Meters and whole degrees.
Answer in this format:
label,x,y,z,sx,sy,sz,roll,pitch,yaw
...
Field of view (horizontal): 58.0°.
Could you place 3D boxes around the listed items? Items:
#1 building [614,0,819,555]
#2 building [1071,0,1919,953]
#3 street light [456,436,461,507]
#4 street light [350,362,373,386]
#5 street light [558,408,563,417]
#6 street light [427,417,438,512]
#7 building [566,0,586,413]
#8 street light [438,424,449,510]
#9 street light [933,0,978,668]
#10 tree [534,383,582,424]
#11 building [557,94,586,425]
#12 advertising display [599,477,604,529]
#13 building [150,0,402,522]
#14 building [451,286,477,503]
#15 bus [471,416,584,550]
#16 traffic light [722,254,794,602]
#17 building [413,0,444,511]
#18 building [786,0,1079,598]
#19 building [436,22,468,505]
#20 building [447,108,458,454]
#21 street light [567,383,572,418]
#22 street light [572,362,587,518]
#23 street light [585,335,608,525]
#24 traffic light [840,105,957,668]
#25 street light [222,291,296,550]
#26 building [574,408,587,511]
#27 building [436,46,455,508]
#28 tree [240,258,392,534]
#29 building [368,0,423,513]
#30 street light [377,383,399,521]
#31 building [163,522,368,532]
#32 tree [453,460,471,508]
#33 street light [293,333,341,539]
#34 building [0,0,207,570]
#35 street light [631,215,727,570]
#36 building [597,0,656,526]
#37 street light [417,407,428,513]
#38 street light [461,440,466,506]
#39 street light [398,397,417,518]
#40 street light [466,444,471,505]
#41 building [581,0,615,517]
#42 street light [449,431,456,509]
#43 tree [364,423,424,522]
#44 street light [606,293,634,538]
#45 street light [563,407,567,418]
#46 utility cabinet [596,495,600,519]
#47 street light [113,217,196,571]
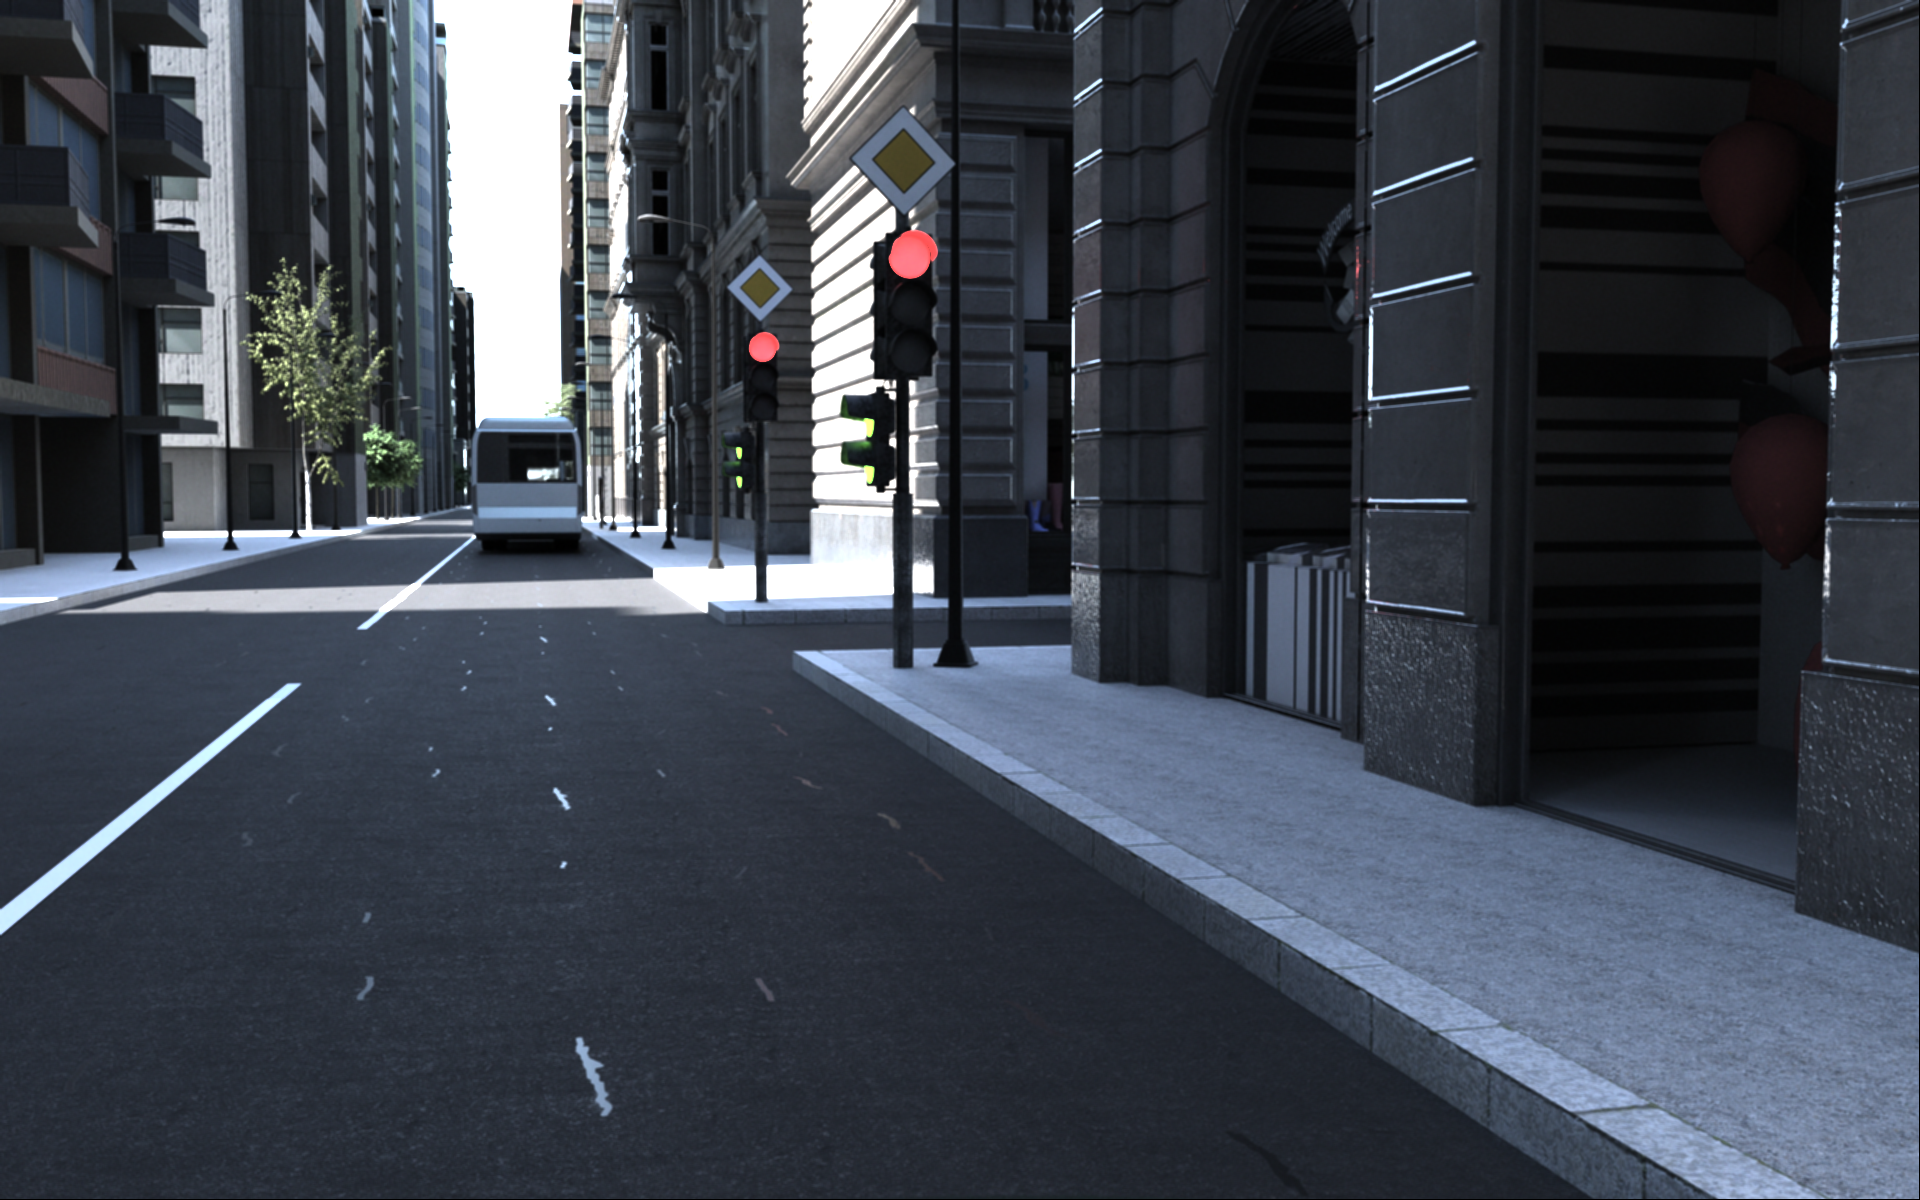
label,x,y,z,sx,sy,sz,roll,pitch,yaw
building,-3.150,-14.329,53.368,14.460,24.649,34.723,-1,4,-14
building,9.277,-9.795,1.946,13.314,21.916,24.055,-1,4,-14
street light,-40.400,-10.041,136.709,1.470,5.913,1.316,-1,4,-14
street light,-21.481,-5.413,61.040,1.470,5.913,1.316,-1,4,-14
street light,-20.681,-7.372,93.074,1.470,5.913,1.316,-1,4,-14
street light,-32.356,-8.041,104.016,1.470,5.913,1.316,-1,4,-14
building,-23.734,-30.647,155.706,22.147,44.769,28.867,-1,4,-14
street light,-34.911,-8.708,114.912,1.470,5.913,1.316,-1,4,-14
street light,-0.558,-2.454,12.663,1.470,5.913,1.316,-1,4,-14
tree,-40.164,-15.788,176.261,7.486,12.596,7.792,0,3,0
building,-38.175,-33.393,196.086,14.600,45.320,14.200,-1,4,-14
advertising display,-13.370,-3.630,64.569,0.123,1.923,0.974,-1,4,-9
building,-39.118,-19.843,96.131,14.160,30.474,14.107,-1,4,-14
building,-73.329,-28.388,235.844,14.160,30.474,14.107,-1,4,-14
bus,-11.782,-3.228,47.634,2.948,3.499,13.247,-1,4,-13
traffic light,-2.376,-1.929,20.452,0.839,4.253,0.868,-1,4,-14
building,-50.836,-35.968,130.077,21.231,58.520,28.212,-1,4,-14
building,7.483,-12.146,27.460,19.941,23.489,11.050,-1,4,-14
building,-72.157,-54.948,211.067,22.319,86.520,31.000,-1,4,-14
building,-65.040,-32.300,182.732,22.147,44.769,28.867,-1,4,-14
street light,-15.408,-6.080,71.942,1.470,5.913,1.316,-1,4,-14
street light,-12.857,-5.431,61.343,1.470,5.913,1.316,-1,4,-14
street light,-10.098,-4.785,50.777,1.470,5.913,1.316,-1,4,-14
traffic light,-0.440,-1.455,12.704,0.839,4.253,0.868,-1,4,-14
street light,-16.164,-4.100,39.578,1.470,5.913,1.316,-1,4,-14
building,-16.586,-49.709,125.417,22.319,86.520,31.000,-1,4,-14
building,-52.307,-28.648,151.995,14.154,41.232,14.086,-1,4,-14
tree,-20.507,-6.400,54.996,4.737,8.622,4.395,0,3,0
building,-42.485,-26.137,110.928,14.154,41.232,14.086,-1,4,-14
street light,-24.410,-6.104,72.342,1.470,5.913,1.316,-1,4,-14
building,-29.889,-17.821,63.071,14.160,30.474,14.107,-1,4,-14
tree,-48.319,-11.140,165.856,4.285,4.588,4.351,0,3,0
street light,-18.711,-4.742,50.076,1.470,5.913,1.316,-1,4,-14
building,-26.614,-22.974,30.245,22.147,44.769,28.867,-1,4,-14
street light,-4.669,-3.459,29.102,1.470,5.913,1.316,-1,4,-14
building,-10.311,-17.432,82.276,12.463,27.353,25.104,-1,4,-14
street light,-29.549,-7.360,92.883,1.470,5.913,1.316,-1,4,-14
street light,-43.161,-10.710,147.656,1.470,5.913,1.316,-1,4,-14
street light,-26.959,-6.753,82.955,1.470,5.913,1.316,-1,4,-14
street light,-45.708,-11.353,158.154,1.470,5.913,1.316,-1,4,-14
building,-15.510,-20.336,104.190,14.160,30.474,14.107,-1,4,-14
street light,-37.776,-9.400,126.231,1.470,5.913,1.316,-1,4,-14
tree,-26.626,-5.817,78.829,4.285,4.588,4.351,0,3,0
street light,-7.362,-4.146,40.326,1.470,5.913,1.316,-1,4,-14
street light,-17.968,-6.721,82.437,1.470,5.913,1.316,-1,4,-14
utility cabinet,-18.855,-4.841,90.318,0.306,1.237,1.020,-1,4,-15
street light,-13.526,-3.459,29.103,1.470,5.913,1.316,-1,4,-14
